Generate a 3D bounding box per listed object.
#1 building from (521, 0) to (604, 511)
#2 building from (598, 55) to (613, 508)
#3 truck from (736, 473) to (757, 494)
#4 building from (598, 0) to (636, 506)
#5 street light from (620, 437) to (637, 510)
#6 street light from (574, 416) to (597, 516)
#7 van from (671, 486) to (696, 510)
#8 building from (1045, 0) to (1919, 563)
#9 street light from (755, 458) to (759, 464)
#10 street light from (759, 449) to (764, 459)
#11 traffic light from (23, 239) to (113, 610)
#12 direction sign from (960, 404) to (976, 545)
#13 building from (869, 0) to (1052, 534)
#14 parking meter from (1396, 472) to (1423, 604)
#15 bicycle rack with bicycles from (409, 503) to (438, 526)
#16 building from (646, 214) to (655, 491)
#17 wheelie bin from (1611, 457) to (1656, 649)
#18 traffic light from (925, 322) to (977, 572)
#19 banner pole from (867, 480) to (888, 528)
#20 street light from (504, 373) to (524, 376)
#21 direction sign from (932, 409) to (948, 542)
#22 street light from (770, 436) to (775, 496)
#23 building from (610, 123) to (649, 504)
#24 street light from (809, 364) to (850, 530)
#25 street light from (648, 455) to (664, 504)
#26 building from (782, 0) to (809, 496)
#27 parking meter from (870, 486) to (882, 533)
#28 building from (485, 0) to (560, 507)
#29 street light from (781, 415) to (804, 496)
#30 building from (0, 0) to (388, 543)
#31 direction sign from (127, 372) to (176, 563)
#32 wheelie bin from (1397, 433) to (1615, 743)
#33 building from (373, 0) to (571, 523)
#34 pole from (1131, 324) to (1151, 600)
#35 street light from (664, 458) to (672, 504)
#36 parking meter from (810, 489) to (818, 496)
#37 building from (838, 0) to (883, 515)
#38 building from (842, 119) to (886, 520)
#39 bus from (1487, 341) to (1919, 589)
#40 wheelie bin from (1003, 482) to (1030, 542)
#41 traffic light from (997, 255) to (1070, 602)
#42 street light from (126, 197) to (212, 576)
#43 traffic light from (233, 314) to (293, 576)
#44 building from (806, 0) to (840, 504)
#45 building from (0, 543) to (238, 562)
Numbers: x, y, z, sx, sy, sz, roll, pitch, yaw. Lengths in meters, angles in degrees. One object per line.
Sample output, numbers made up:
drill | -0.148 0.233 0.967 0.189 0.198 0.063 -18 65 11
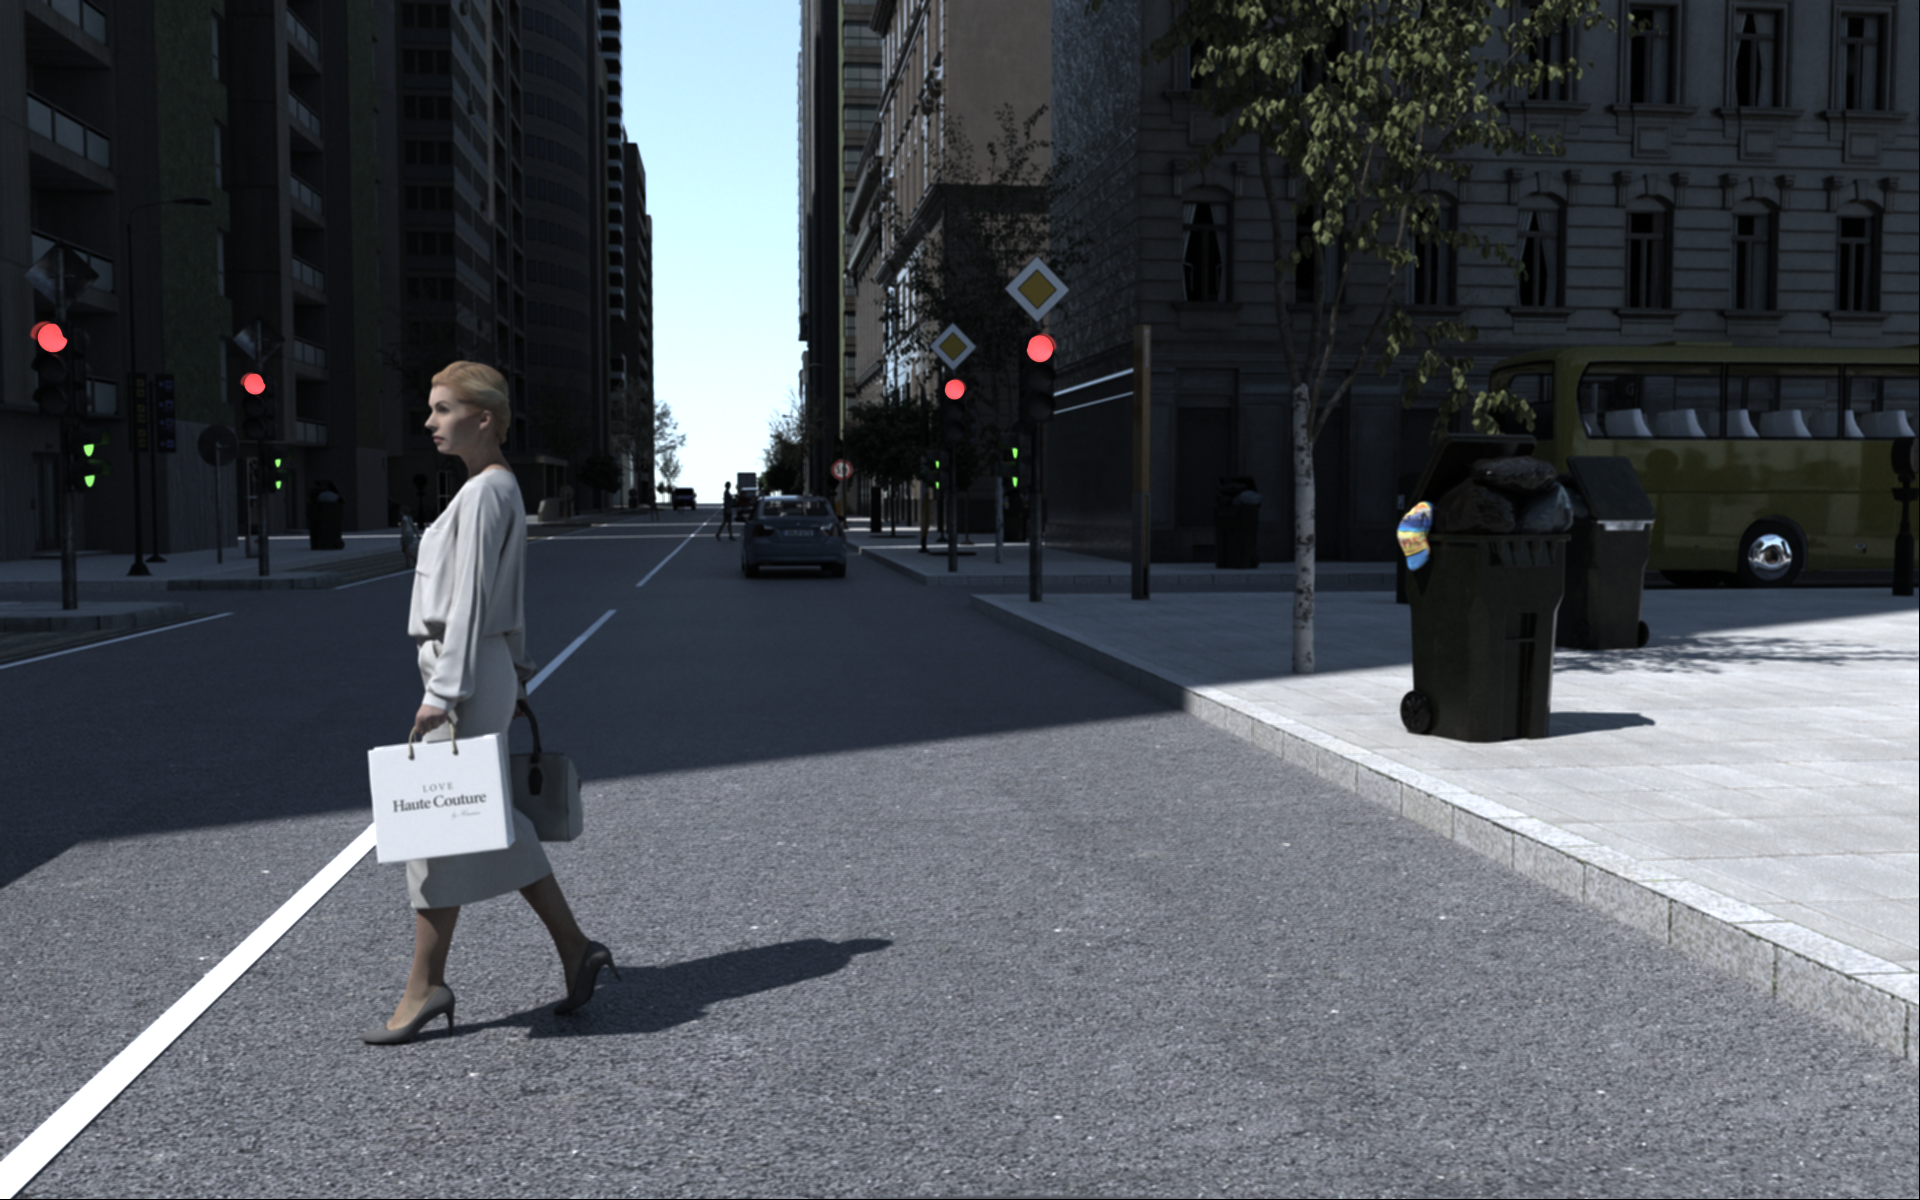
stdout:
building | -39.664 -36.214 134.097 21.231 58.520 28.212 0 4 -7
building | -39.157 -28.892 155.974 14.154 41.232 14.086 0 4 -7
truck | -28.468 -14.808 231.017 2.839 4.237 11.283 0 4 -7
building | -48.790 -54.215 199.080 22.319 86.520 31.000 0 4 -7
street light | -27.189 -10.364 141.990 1.470 5.913 1.316 0 4 -7
street light | -22.182 -7.961 102.706 1.470 5.913 1.316 0 4 -7
van | -24.799 -9.266 155.883 2.240 2.365 5.245 0 4 -7
building | 11.464 -11.498 37.144 18.267 20.994 9.793 0 4 -7
street light | -25.269 -15.264 222.107 1.470 5.913 1.316 0 4 -7
street light | -19.764 -12.622 178.911 1.470 5.913 1.316 0 4 -7
traffic light | -9.887 -1.849 19.156 0.839 4.253 0.868 0 4 -7
direction sign | 0.177 -3.148 43.473 0.379 3.537 0.876 2 4 27
building | 3.602 -16.549 67.836 12.463 27.353 25.104 0 4 -7
parking meter | 5.319 -0.728 20.310 0.372 1.533 0.369 0 3 0
bicycle rack with bicycles | -21.069 -3.484 70.353 2.925 0.926 2.852 -2 4 -24
building | -50.856 -34.368 245.508 14.154 41.232 14.086 0 4 -7
wheelie bin | 5.296 -0.402 14.480 0.980 1.594 0.693 -1 4 -21
traffic light | -0.139 -2.419 28.477 0.839 4.253 0.868 0 4 -7
banner pole | -3.074 -4.570 64.742 0.863 3.779 0.401 0 4 3
street light | -17.383 -5.744 66.448 1.470 5.913 1.316 0 4 -7
direction sign | -0.468 -3.304 46.012 0.379 3.537 0.876 -3 4 -36
street light | -14.541 -10.165 138.733 1.470 5.913 1.316 0 4 -7
building | -52.188 -36.854 226.271 21.300 48.544 21.600 0 4 -7
street light | -4.686 -5.473 62.032 1.470 5.913 1.316 0 4 -7
street light | -32.857 -13.050 185.904 1.470 5.913 1.316 0 4 -7
building | -14.095 -57.081 245.945 22.319 86.520 31.000 0 4 -7
parking meter | -2.805 -3.023 57.841 0.372 1.533 0.369 0 3 0
building | -36.569 -41.057 109.541 20.563 71.187 20.611 0 4 -7
street light | -9.843 -7.940 102.360 1.470 5.913 1.316 0 4 -7
building | -27.150 -22.709 54.882 14.154 41.232 14.086 0 4 -7
direction sign | -15.152 -2.479 32.531 0.379 3.537 0.876 3 4 38
wheelie bin | 2.812 -0.078 9.189 0.980 1.594 0.693 -2 4 -25
building | -35.552 -23.802 81.044 32.217 40.220 23.993 0 4 -7
pole | 2.197 -1.660 20.985 0.158 3.312 0.155 0 3 0
street light | -38.089 -15.482 225.664 1.470 5.913 1.316 0 4 -7
parking meter | -7.267 -4.751 86.092 0.372 1.533 0.369 0 3 0
building | -1.051 -26.333 114.135 14.154 41.232 14.086 0 4 -7
building | 1.091 -15.331 92.459 13.314 21.916 24.055 0 4 -7
bus | 14.358 -2.129 26.359 12.252 3.916 2.896 0 4 -6
wheelie bin | 1.490 -2.356 46.431 0.693 1.594 0.980 1 4 20
traffic light | 0.883 -1.935 20.557 0.839 4.253 0.868 0 4 -7
street light | -12.390 -3.341 27.162 1.470 5.913 1.316 0 4 -7
traffic light | -10.909 -2.334 27.075 0.839 4.253 0.868 0 4 -7
building | -3.888 -38.005 163.385 21.231 58.520 28.212 0 4 -7
building | -23.608 -21.377 33.111 14.154 41.232 14.086 0 4 -7
